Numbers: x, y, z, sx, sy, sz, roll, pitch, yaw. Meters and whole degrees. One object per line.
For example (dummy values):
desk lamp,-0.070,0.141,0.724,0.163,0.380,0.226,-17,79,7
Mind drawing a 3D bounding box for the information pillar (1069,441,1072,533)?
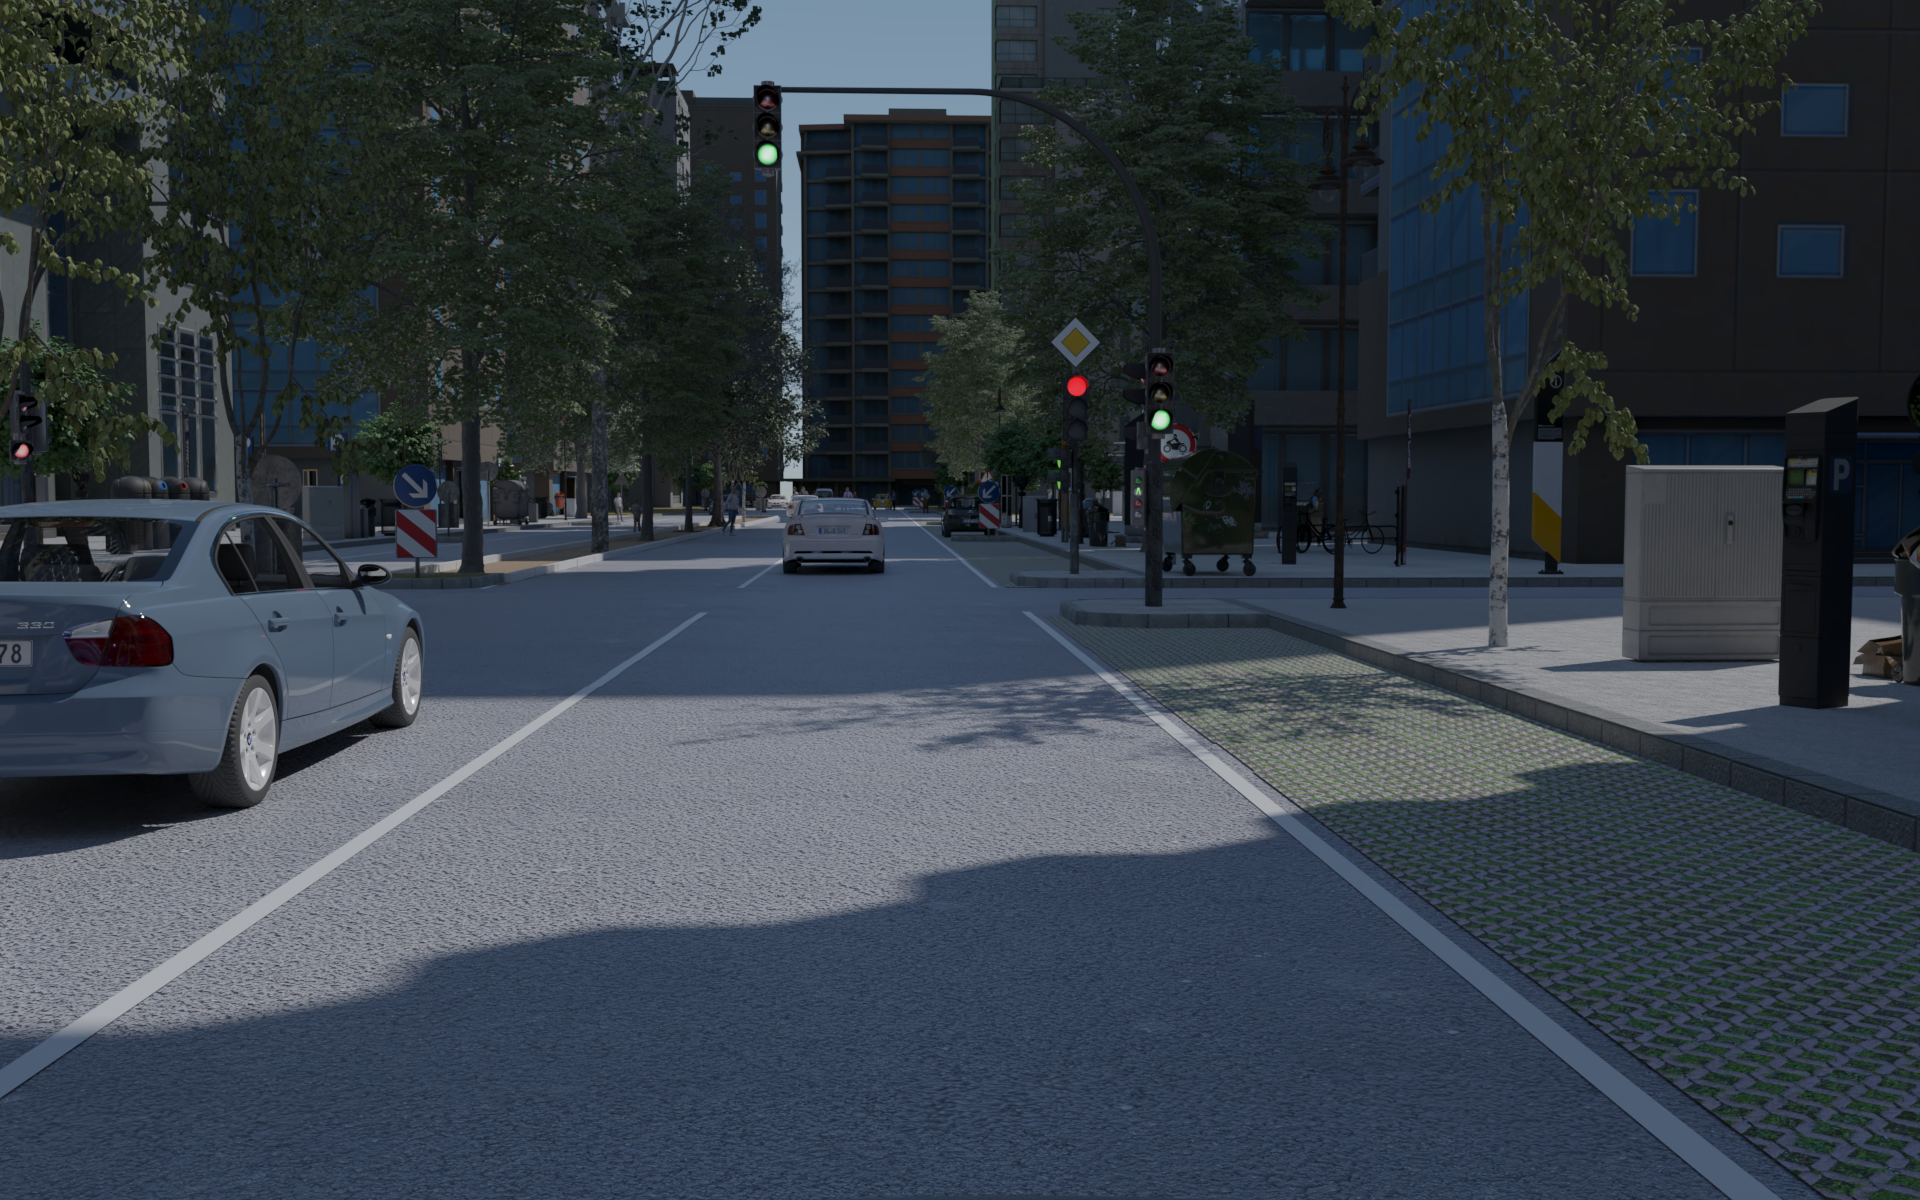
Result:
information pillar,3.524,-3.927,55.559,0.183,3.616,0.504,-1,4,-19

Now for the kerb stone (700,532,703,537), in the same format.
kerb stone,-8.648,-2.130,57.071,0.120,0.150,1.000,0,4,-3

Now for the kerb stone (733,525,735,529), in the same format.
kerb stone,-9.220,-2.884,69.356,0.120,0.150,1.000,0,4,-3

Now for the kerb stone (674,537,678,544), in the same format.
kerb stone,-8.320,-1.695,49.903,0.120,0.150,1.000,0,4,-3

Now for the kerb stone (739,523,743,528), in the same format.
kerb stone,-9.411,-3.135,73.451,0.120,0.150,1.000,0,4,-3

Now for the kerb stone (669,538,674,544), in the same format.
kerb stone,-8.271,-1.631,48.876,0.120,0.150,1.000,0,4,-3

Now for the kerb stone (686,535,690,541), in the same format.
kerb stone,-8.461,-1.882,52.968,0.120,0.150,1.000,0,4,-3

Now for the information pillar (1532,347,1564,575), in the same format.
information pillar,9.380,-2.217,27.596,0.504,3.616,0.183,-1,4,-12

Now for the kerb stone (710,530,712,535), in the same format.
kerb stone,-8.794,-2.321,60.140,0.120,0.150,1.000,0,4,-3

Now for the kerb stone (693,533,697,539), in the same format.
kerb stone,-8.557,-1.998,55.023,0.120,0.150,1.000,0,4,-3

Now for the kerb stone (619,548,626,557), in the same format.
kerb stone,-7.840,-1.070,39.685,0.120,0.150,1.000,0,4,-3

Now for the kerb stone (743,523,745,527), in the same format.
kerb stone,-9.452,-3.198,74.475,0.120,0.150,1.000,0,4,-3

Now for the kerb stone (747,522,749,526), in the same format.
kerb stone,-9.539,-3.318,76.518,0.120,0.150,1.000,0,4,-3

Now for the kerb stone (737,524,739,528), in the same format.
kerb stone,-9.307,-3.010,71.404,0.120,0.150,1.000,0,4,-3

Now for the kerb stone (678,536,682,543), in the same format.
kerb stone,-8.369,-1.754,50.924,0.120,0.150,1.000,0,4,-3

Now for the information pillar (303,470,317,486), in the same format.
information pillar,-19.575,-2.919,52.222,0.304,2.012,0.304,3,5,41

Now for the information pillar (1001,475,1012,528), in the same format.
information pillar,1.763,-3.733,65.534,0.304,2.012,0.304,3,5,41

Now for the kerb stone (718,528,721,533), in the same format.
kerb stone,-8.934,-2.508,63.216,0.120,0.150,1.000,0,4,-3

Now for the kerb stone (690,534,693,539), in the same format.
kerb stone,-8.521,-1.945,53.992,0.120,0.150,1.000,0,4,-3

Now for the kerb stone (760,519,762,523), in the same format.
kerb stone,-9.924,-3.823,84.702,0.120,0.150,1.000,0,4,-3

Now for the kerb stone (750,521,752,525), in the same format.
kerb stone,-9.644,-3.446,78.562,0.120,0.150,1.000,0,4,-3

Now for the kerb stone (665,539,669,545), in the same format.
kerb stone,-8.226,-1.561,47.855,0.120,0.150,1.000,0,4,-3

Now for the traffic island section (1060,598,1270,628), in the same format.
traffic island section,2.226,0.151,19.815,2.009,0.180,2.903,0,4,-3

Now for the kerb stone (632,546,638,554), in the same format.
kerb stone,-7.944,-1.194,41.726,0.120,0.150,1.000,0,4,-3

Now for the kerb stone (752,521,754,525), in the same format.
kerb stone,-9.690,-3.510,79.583,0.120,0.150,1.000,0,4,-3

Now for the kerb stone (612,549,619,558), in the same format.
kerb stone,-7.801,-1.006,38.663,0.120,0.150,1.000,0,4,-3

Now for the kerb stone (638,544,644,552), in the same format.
kerb stone,-7.988,-1.252,42.748,0.120,0.150,1.000,0,4,-3

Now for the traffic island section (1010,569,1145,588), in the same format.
traffic island section,1.857,-0.337,27.791,2.009,0.180,2.903,0,4,-3

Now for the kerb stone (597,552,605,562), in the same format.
kerb stone,-7.703,-0.882,36.621,0.120,0.150,1.000,0,4,-3

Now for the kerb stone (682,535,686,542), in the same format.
kerb stone,-8.412,-1.815,51.946,0.120,0.150,1.000,0,4,-3

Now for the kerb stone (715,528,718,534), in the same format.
kerb stone,-8.881,-2.446,62.193,0.120,0.150,1.000,0,4,-3

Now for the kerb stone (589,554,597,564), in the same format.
kerb stone,-7.661,-0.820,35.599,0.120,0.150,1.000,0,4,-3

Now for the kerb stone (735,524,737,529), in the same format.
kerb stone,-9.268,-2.947,70.377,0.120,0.150,1.000,0,4,-3

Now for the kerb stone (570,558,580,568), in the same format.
kerb stone,-7.570,-0.693,33.557,0.120,0.150,1.000,0,4,-3

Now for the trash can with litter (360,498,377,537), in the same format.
trash can with litter,-17.848,-2.466,51.699,0.624,1.170,1.055,-3,5,-42

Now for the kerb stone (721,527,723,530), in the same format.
kerb stone,-8.984,-2.570,64.242,0.120,0.150,1.000,0,4,-3

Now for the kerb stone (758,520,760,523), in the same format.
kerb stone,-9.883,-3.761,83.681,0.120,0.150,1.000,0,4,-3

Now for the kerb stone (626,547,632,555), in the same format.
kerb stone,-7.892,-1.129,40.706,0.120,0.150,1.000,0,4,-3

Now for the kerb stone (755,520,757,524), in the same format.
kerb stone,-9.792,-3.634,81.636,0.120,0.150,1.000,0,4,-3

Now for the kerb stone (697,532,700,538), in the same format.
kerb stone,-8.607,-2.070,56.048,0.120,0.150,1.000,0,4,-3

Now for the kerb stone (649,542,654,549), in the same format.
kerb stone,-8.093,-1.382,44.790,0.120,0.150,1.000,0,4,-3

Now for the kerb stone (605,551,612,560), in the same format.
kerb stone,-7.757,-0.945,37.642,0.120,0.150,1.000,0,4,-3

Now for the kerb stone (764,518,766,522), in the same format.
kerb stone,-10.068,-4.011,87.773,0.120,0.150,1.000,0,4,-3

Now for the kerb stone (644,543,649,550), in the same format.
kerb stone,-8.044,-1.311,43.769,0.120,0.150,1.000,0,4,-3

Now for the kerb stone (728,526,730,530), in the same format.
kerb stone,-9.129,-2.759,67.309,0.120,0.150,1.000,0,4,-3

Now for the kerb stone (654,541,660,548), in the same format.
kerb stone,-8.135,-1.442,45.811,0.120,0.150,1.000,0,4,-3

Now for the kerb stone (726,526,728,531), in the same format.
kerb stone,-9.088,-2.697,66.283,0.120,0.150,1.000,0,4,-3

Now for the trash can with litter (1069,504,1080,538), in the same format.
trash can with litter,3.600,-2.385,50.388,0.624,1.170,1.055,3,5,44

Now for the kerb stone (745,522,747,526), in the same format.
kerb stone,-9.503,-3.257,75.496,0.120,0.150,1.000,0,4,-3

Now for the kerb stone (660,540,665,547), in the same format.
kerb stone,-8.172,-1.507,46.834,0.120,0.150,1.000,0,4,-3

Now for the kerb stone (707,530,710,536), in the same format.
kerb stone,-8.734,-2.258,59.119,0.120,0.150,1.000,0,4,-3

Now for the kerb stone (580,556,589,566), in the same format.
kerb stone,-7.608,-0.757,34.579,0.120,0.150,1.000,0,4,-3

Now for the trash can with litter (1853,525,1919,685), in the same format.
trash can with litter,6.508,-0.027,11.828,0.624,1.170,1.055,0,4,-5

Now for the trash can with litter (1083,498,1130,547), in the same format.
trash can with litter,3.627,-1.893,42.341,1.055,1.170,0.624,0,4,1

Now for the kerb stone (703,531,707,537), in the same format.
kerb stone,-8.693,-2.196,58.094,0.120,0.150,1.000,0,4,-3

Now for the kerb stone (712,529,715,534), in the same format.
kerb stone,-8.840,-2.379,61.171,0.120,0.150,1.000,0,4,-3
